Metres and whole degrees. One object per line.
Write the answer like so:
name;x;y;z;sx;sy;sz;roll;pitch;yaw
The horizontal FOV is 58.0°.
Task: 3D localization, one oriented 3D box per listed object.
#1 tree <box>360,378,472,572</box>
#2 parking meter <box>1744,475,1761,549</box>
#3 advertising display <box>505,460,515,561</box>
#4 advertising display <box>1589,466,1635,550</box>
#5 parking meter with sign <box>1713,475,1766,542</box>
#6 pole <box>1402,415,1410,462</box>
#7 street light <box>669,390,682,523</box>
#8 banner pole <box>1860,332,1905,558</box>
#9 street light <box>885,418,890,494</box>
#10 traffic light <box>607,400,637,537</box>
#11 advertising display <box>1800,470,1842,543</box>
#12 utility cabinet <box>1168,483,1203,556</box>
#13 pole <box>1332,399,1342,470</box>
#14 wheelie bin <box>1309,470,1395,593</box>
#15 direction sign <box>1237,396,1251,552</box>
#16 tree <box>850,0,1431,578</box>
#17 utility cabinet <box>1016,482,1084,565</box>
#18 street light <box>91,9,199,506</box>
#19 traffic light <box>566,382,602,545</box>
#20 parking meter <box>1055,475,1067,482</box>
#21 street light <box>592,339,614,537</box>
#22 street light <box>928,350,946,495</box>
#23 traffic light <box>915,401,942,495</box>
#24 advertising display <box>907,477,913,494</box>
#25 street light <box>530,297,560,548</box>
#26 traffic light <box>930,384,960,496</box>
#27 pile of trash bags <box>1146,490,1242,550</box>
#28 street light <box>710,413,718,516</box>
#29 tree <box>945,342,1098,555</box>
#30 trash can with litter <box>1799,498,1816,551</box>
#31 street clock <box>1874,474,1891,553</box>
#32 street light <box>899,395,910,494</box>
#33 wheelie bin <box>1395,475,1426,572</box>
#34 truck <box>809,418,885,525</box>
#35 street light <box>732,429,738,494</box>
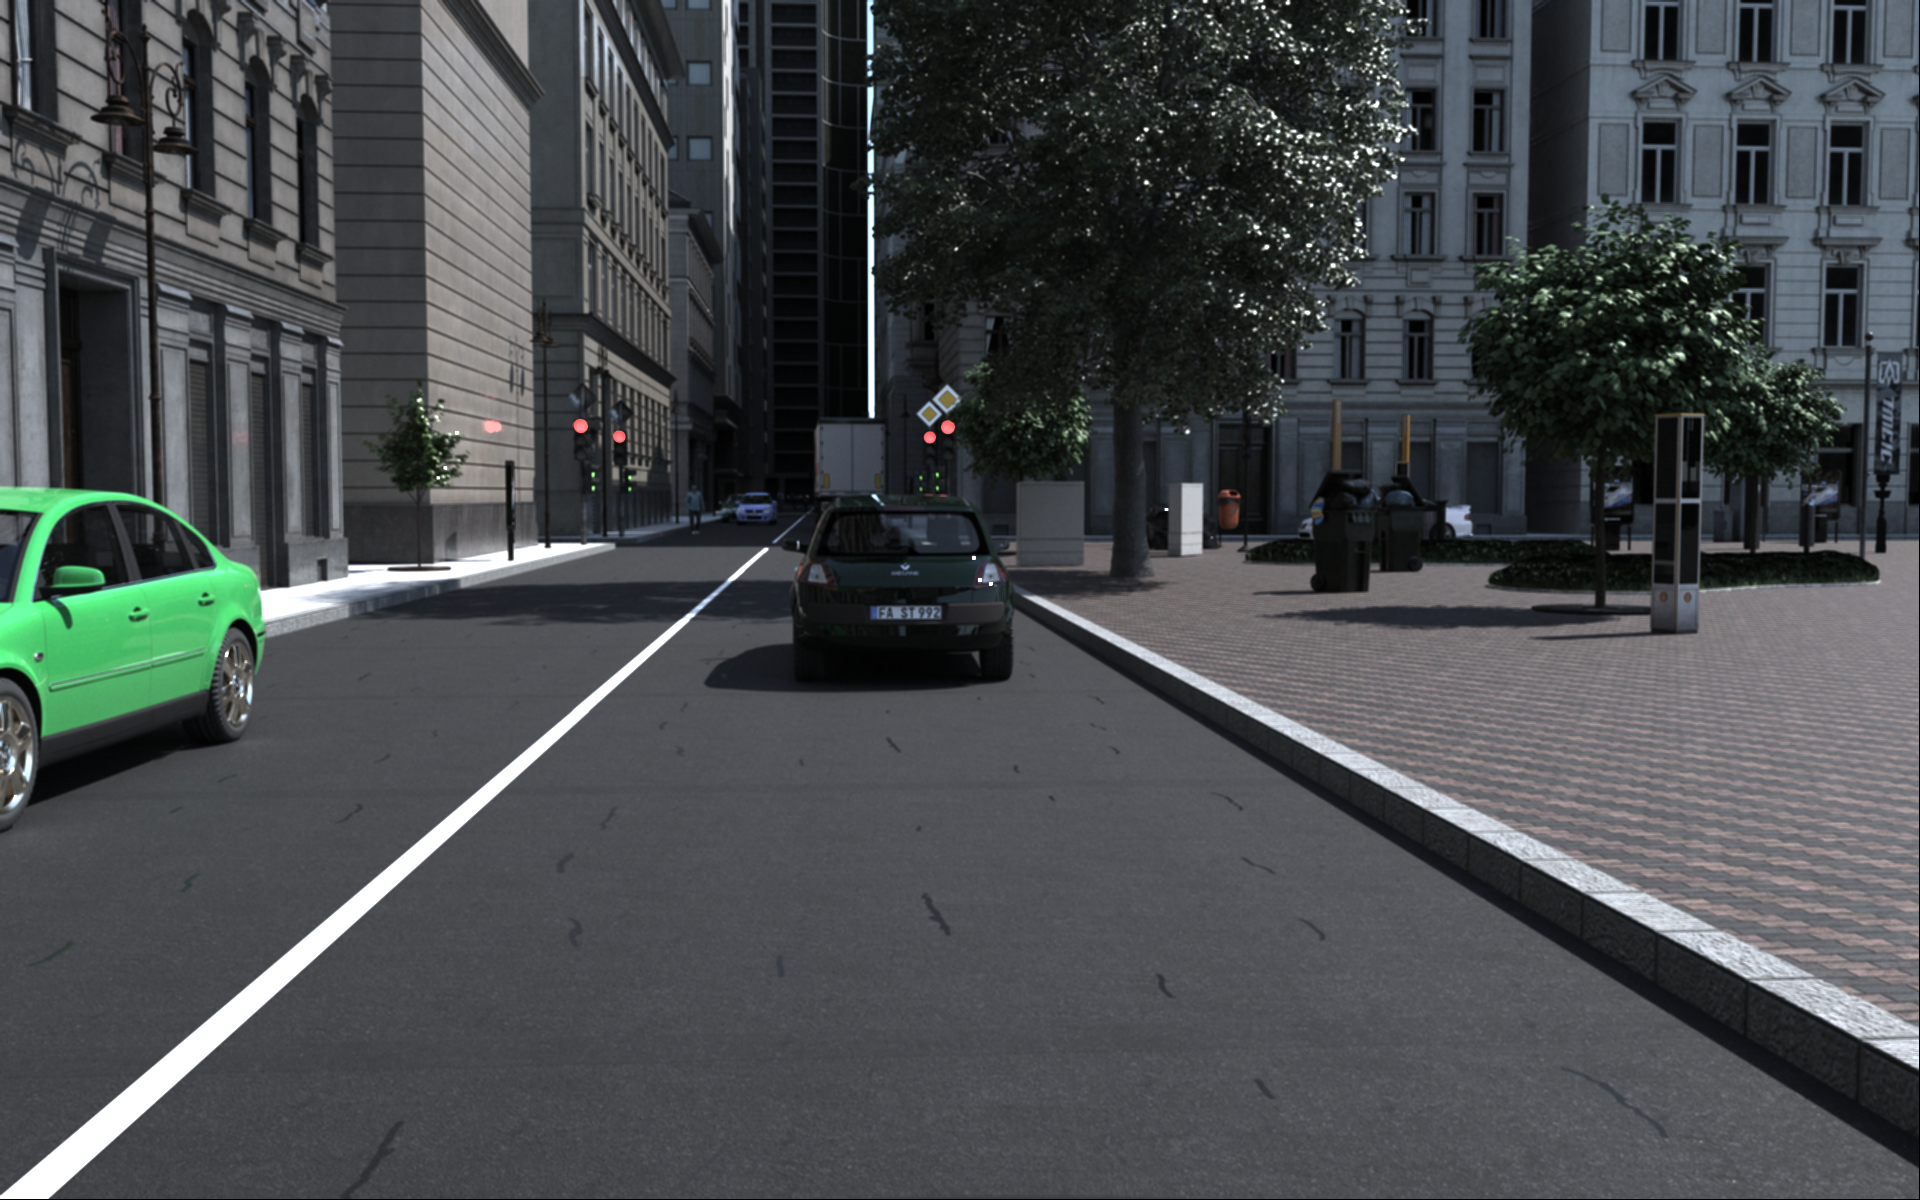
tree;-9.032;-2.102;28.966;1.663;3.219;1.824;0;3;0
parking meter;18.458;-2.117;40.329;0.255;1.863;0.399;3;5;42
advertising display;-8.706;-1.733;33.552;0.123;1.923;0.974;-1;4;-12
advertising display;14.866;-2.097;39.502;0.974;1.923;0.123;0;4;0
parking meter with sign;21.009;-3.070;46.451;1.738;3.016;0.543;-2;4;-25
pole;11.455;-3.102;44.567;0.158;3.312;0.155;0;3;0
street light;-12.410;-6.304;75.859;0.468;5.910;1.993;0;4;-4
banner pole;14.308;-2.261;26.987;0.863;3.779;0.401;-1;4;-13
street light;-4.356;-7.974;103.166;0.468;5.910;1.993;0;4;-4
traffic light;-10.078;-3.832;51.581;0.839;4.253;0.868;0;4;-4
advertising display;22.854;-2.495;46.011;0.974;1.923;0.123;3;5;44
utility cabinet;4.656;-1.660;35.817;0.318;1.500;1.173;2;4;30
pole;8.119;-2.661;37.350;0.158;3.312;0.155;0;3;0
wheelie bin;5.077;-0.910;22.785;0.980;1.594;0.693;-2;4;-35
direction sign;6.348;-2.838;38.400;0.379;3.537;0.876;0;4;-1
tree;2.659;-7.322;26.378;9.857;13.997;8.962;0;3;0
utility cabinet;1.606;-1.359;30.895;1.173;1.500;0.318;-1;4;-12
street light;-8.014;-2.716;17.197;0.468;5.910;1.993;0;4;-4
traffic light;-9.478;-3.345;43.618;0.839;4.253;0.868;0;4;-4
parking meter;3.028;-2.827;51.932;0.255;1.863;0.399;2;4;28
street light;-10.651;-4.832;51.787;0.468;5.910;1.993;0;4;-4
street light;-0.744;-5.074;55.753;0.468;5.910;1.993;0;4;-4
traffic light;-0.943;-3.875;52.282;0.839;4.253;0.868;0;4;-4
advertising display;-1.874;-3.647;64.850;0.123;1.923;0.974;-1;4;-9
street light;-9.776;-4.166;40.907;0.468;5.910;1.993;0;4;-4
traffic light;-0.344;-3.388;44.319;0.839;4.253;0.868;0;4;-4
pile of trash bags;5.367;-1.912;41.015;3.447;1.369;1.912;-3;4;-38
street light;-14.147;-7.754;99.572;0.468;5.910;1.993;0;4;-4
tree;1.334;-3.271;37.195;4.285;4.588;4.351;0;3;0
trash can with litter;15.527;-1.248;31.457;1.678;1.210;2.233;2;4;29
street clock;20.133;-2.033;37.815;0.358;2.002;0.471;1;4;22
street light;-2.517;-6.524;79.462;0.468;5.910;1.993;0;4;-4
wheelie bin;7.318;-1.279;28.827;0.693;1.594;0.980;0;4;-7
truck;-4.541;-4.906;69.130;2.839;4.237;11.283;0;4;-6
street light;-16.030;-9.204;123.273;0.468;5.910;1.993;0;4;-4
